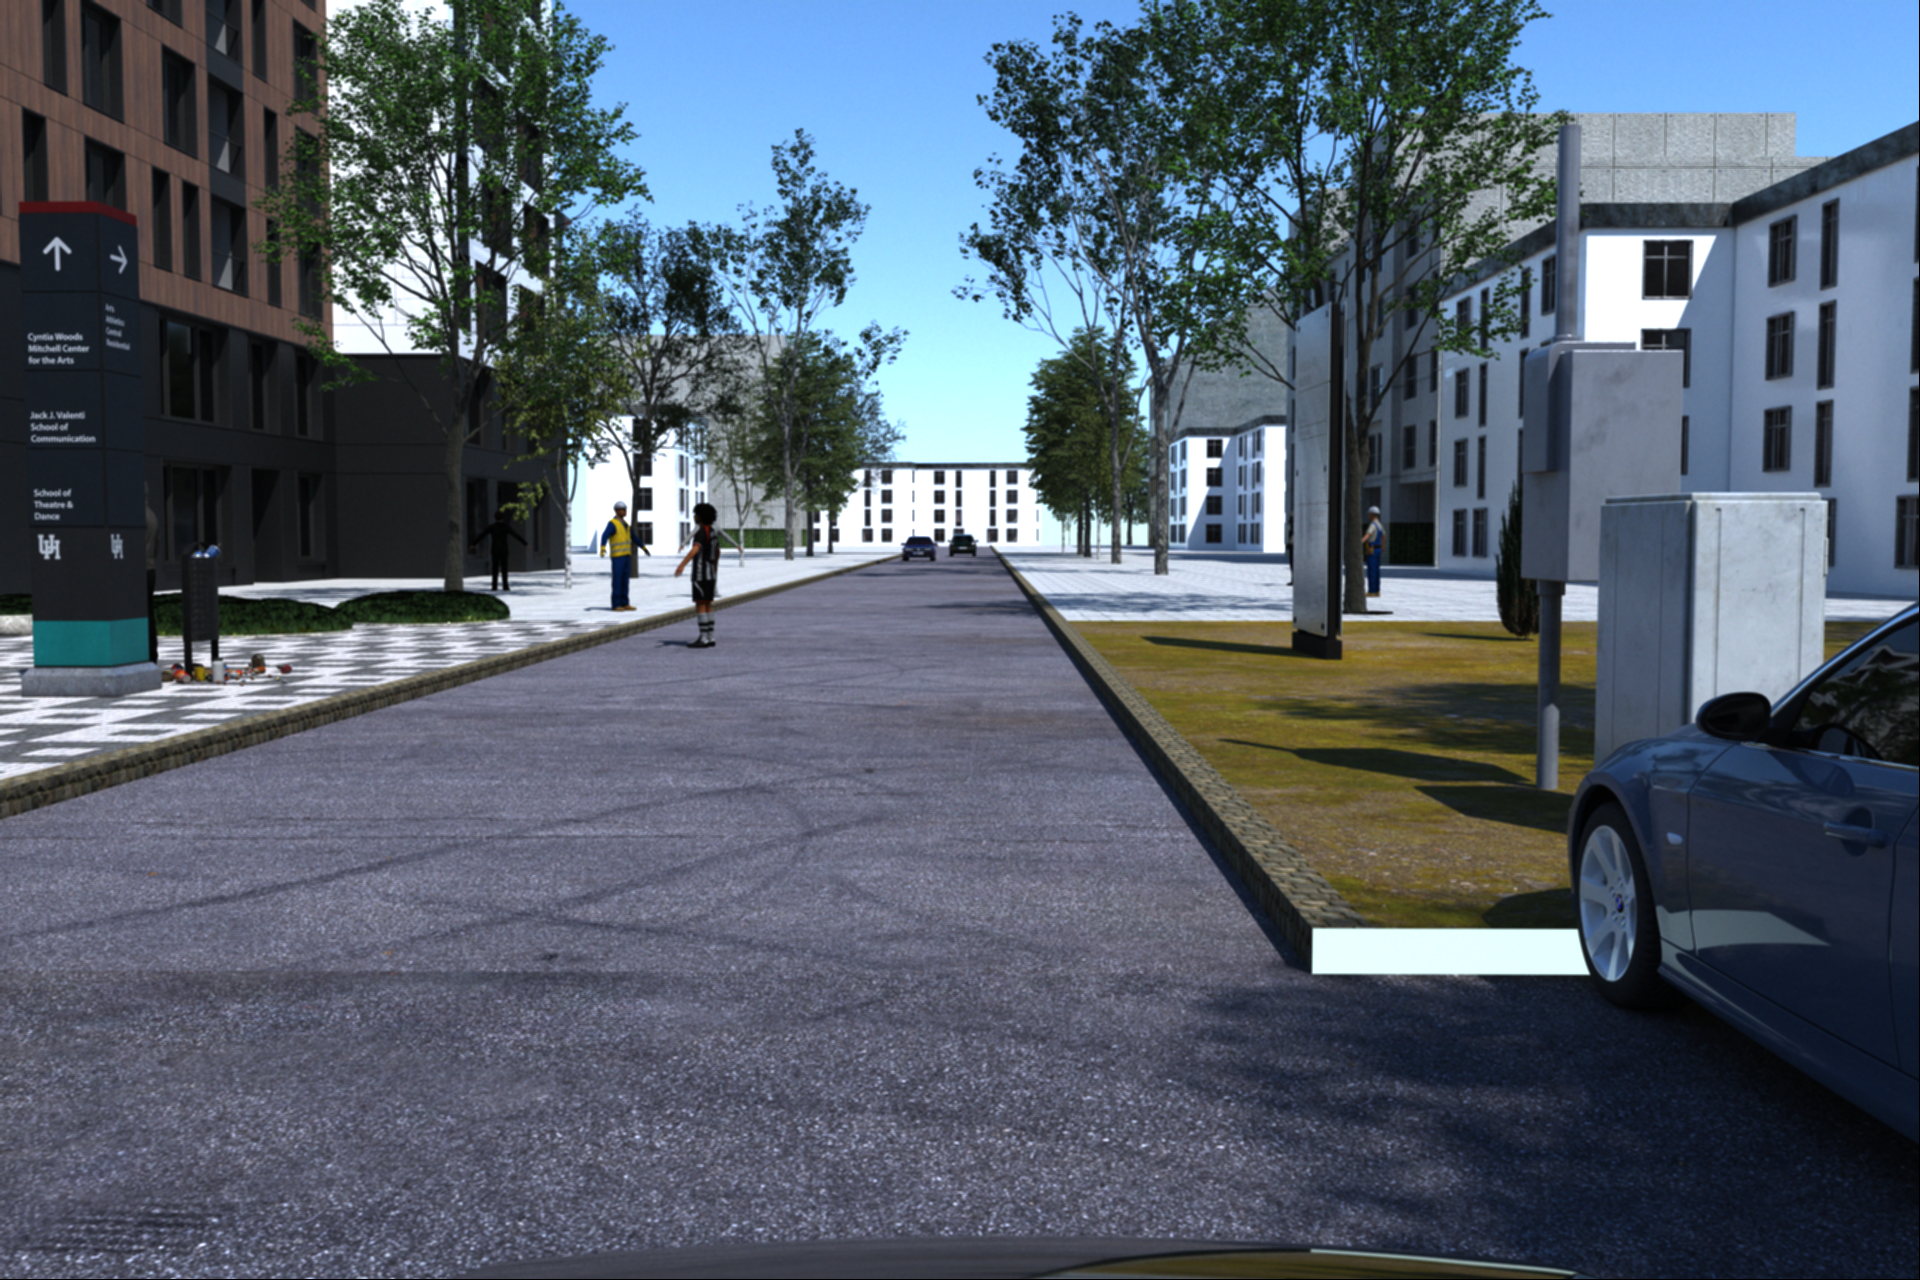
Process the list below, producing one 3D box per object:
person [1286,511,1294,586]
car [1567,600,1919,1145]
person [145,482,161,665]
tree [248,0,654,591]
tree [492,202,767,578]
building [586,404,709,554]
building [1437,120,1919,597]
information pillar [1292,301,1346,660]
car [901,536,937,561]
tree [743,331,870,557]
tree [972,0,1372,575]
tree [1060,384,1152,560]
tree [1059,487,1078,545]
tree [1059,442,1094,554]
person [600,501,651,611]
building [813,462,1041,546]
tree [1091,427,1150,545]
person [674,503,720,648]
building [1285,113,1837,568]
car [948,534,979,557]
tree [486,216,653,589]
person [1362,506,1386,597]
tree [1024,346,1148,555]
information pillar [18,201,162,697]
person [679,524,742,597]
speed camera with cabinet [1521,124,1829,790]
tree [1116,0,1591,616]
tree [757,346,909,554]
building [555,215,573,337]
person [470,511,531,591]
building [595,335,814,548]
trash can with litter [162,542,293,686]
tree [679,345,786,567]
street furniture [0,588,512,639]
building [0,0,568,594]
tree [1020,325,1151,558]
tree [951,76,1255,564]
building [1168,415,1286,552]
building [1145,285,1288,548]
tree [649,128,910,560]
[{"bbox_3d":[8.310,-2.285,43.145,0.705,1.856,1.354,1,4,16],"label":"person"},{"bbox_3d":[2.817,0.504,3.769,2.014,1.417,4.499,0,4,0],"label":"car"},{"bbox_3d":[-7.910,-0.642,16.633,0.705,1.813,1.348,-1,4,-9],"label":"person"},{"bbox_3d":[-9.354,-6.502,32.070,9.928,11.665,9.643,0,3,0],"label":"tree"},{"bbox_3d":[-9.528,-7.051,49.704,8.767,10.594,7.601,0,4,2],"label":"tree"},{"bbox_3d":[-22.783,-11.248,126.048,9.099,9.664,28.070,0,4,0],"label":"building"},{"bbox_3d":[20.336,-6.239,44.155,9.099,9.664,28.070,0,4,1],"label":"building"},{"bbox_3d":[3.798,-1.655,18.376,0.184,3.620,1.656,0,4,-1],"label":"information pillar"},{"bbox_3d":[-2.163,-4.872,92.236,1.945,1.354,3.894,0,4,0],"label":"car"},{"bbox_3d":[-8.713,-10.974,97.549,7.486,12.596,7.792,0,3,0],"label":"tree"},{"bbox_3d":[6.328,-12.030,52.579,12.611,20.169,13.585,0,3,0],"label":"tree"},{"bbox_3d":[7.094,-8.265,85.487,4.737,8.622,4.395,0,3,0],"label":"tree"},{"bbox_3d":[12.886,-15.260,199.855,4.360,8.622,3.978,0,3,0],"label":"tree"},{"bbox_3d":[6.802,-9.876,111.838,4.737,8.622,4.395,0,3,0],"label":"tree"},{"bbox_3d":[-5.639,-1.403,28.908,0.705,1.833,1.349,2,4,24],"label":"person"},{"bbox_3d":[-4.901,-15.753,202.173,28.070,9.664,9.099,1,4,10],"label":"building"},{"bbox_3d":[19.569,-17.851,198.517,9.857,13.997,8.962,0,3,0],"label":"tree"},{"bbox_3d":[-3.266,-0.813,21.895,0.704,1.843,1.345,1,4,12],"label":"person"},{"bbox_3d":[26.660,-13.152,81.492,16.747,18.905,31.486,0,4,0],"label":"building"},{"bbox_3d":[0.191,-6.204,111.227,2.009,1.686,4.222,0,4,0],"label":"car"},{"bbox_3d":[-9.265,-5.528,40.741,4.737,8.622,4.395,0,3,0],"label":"tree"},{"bbox_3d":[8.435,-1.809,35.442,0.705,1.847,1.347,3,4,38],"label":"person"},{"bbox_3d":[7.489,-11.386,104.284,7.486,12.596,7.792,0,3,0],"label":"tree"},{"bbox_3d":[-6.994,-1.498,13.866,0.750,3.857,0.750,0,4,2],"label":"information pillar"},{"bbox_3d":[-5.092,-1.771,35.150,1.347,1.806,0.705,-2,4,-29],"label":"person"},{"bbox_3d":[3.148,-0.824,7.808,0.660,3.252,2.038,0,4,0],"label":"speed camera with cabinet"},{"bbox_3d":[6.326,-6.233,27.659,9.928,11.665,9.643,0,3,0],"label":"tree"},{"bbox_3d":[-8.300,-12.322,111.836,12.009,13.543,11.850,0,3,0],"label":"tree"},{"bbox_3d":[-28.582,-14.928,74.994,19.493,23.208,18.063,0,4,1],"label":"building"},{"bbox_3d":[-10.392,-2.014,39.112,1.347,1.806,0.705,-1,4,-8],"label":"person"},{"bbox_3d":[-24.005,-18.530,169.430,16.747,18.905,31.486,0,4,0],"label":"building"},{"bbox_3d":[-6.595,-0.284,15.701,1.678,1.210,2.233,0,4,2],"label":"trash can with litter"},{"bbox_3d":[-8.361,-7.137,67.055,4.360,8.622,3.978,0,3,0],"label":"tree"},{"bbox_3d":[-11.497,-0.498,23.767,10.072,0.657,5.734,0,4,-6],"label":"street furniture"},{"bbox_3d":[-28.348,-12.410,46.881,27.936,21.610,32.646,0,4,0],"label":"building"},{"bbox_3d":[6.749,-10.774,94.276,7.486,12.596,7.792,0,3,0],"label":"tree"},{"bbox_3d":[5.861,-13.273,72.908,12.611,20.169,13.585,0,3,0],"label":"tree"},{"bbox_3d":[22.388,-11.882,136.410,9.099,9.664,28.070,0,4,1],"label":"building"},{"bbox_3d":[27.851,-20.265,162.269,19.493,23.208,18.063,0,4,1],"label":"building"},{"bbox_3d":[-8.870,-13.923,83.528,12.611,20.169,13.585,0,3,0],"label":"tree"}]
